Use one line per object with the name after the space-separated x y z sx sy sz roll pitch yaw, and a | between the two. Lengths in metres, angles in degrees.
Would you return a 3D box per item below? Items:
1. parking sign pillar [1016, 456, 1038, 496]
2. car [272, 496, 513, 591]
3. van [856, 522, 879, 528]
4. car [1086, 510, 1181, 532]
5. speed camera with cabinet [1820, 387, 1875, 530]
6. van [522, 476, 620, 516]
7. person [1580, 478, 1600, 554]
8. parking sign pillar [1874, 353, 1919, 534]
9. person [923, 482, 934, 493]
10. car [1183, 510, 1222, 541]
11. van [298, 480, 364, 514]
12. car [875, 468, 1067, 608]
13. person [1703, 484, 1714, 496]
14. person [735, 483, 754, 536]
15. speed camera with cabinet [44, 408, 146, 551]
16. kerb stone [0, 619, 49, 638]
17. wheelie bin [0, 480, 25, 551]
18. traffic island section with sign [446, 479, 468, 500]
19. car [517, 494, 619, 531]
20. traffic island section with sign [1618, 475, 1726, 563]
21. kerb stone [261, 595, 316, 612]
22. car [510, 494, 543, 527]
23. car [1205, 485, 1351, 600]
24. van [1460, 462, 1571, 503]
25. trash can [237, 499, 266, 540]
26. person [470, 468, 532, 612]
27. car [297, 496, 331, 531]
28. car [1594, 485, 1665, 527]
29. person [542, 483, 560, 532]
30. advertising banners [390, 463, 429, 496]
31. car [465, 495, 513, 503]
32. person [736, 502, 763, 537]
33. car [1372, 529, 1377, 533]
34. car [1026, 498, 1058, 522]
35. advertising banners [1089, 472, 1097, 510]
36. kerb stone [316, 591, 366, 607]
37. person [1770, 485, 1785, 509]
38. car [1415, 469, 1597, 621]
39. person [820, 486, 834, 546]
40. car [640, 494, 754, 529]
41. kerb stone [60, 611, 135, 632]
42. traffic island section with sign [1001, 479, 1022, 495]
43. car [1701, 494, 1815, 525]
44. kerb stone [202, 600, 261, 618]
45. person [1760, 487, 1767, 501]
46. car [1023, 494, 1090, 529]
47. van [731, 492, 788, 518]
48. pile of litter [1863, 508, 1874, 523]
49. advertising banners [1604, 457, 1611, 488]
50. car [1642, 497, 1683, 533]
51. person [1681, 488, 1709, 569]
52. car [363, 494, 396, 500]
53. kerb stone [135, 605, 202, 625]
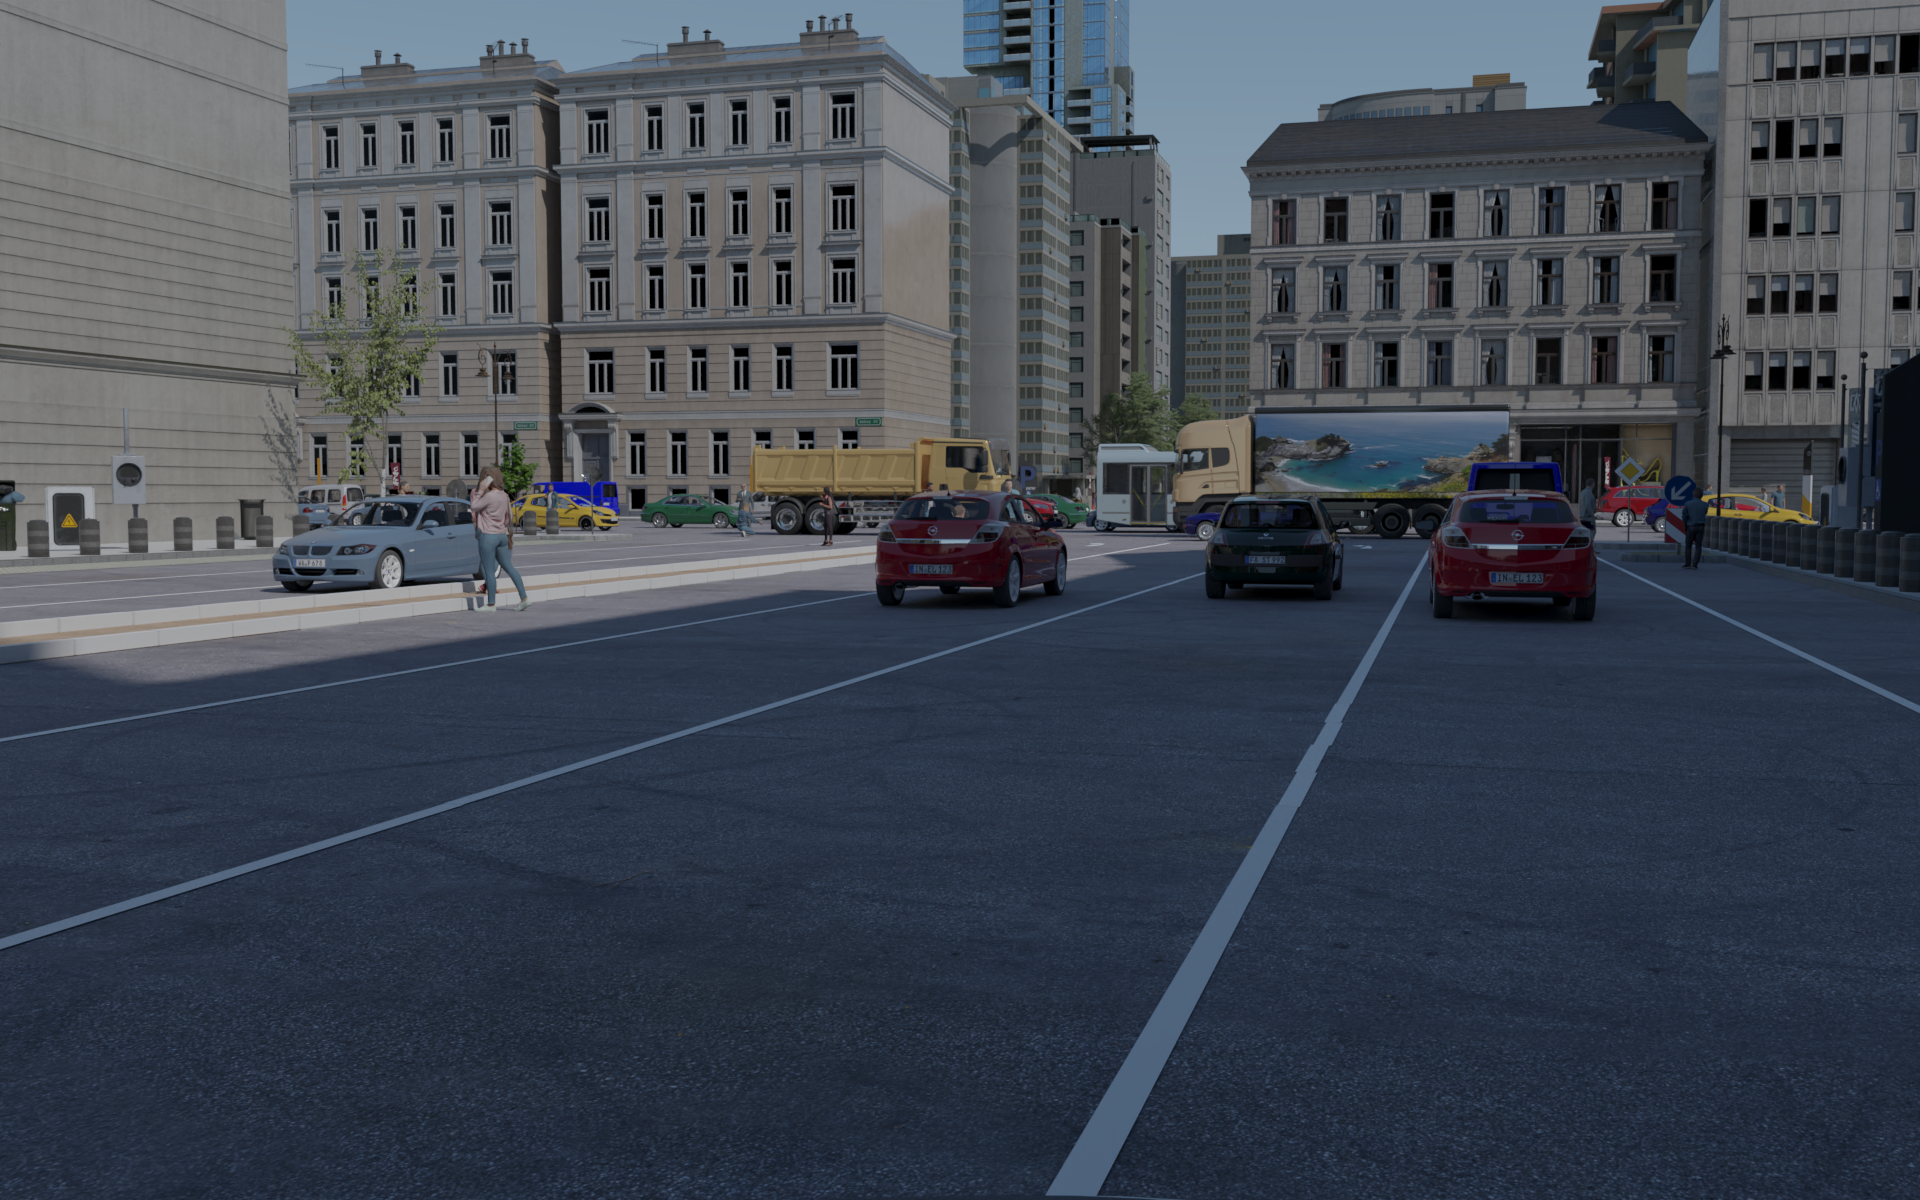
4.744 -8.112 121.109 1.447 3.967 1.447 -1 4 -13 | parking sign pillar
-8.674 -0.906 26.819 2.014 1.417 4.499 1 4 16 | car
-2.733 -4.022 72.765 4.112 2.044 2.013 1 4 18 | van
7.070 -3.340 66.610 4.499 1.417 2.014 1 4 17 | car
16.908 -2.361 32.944 0.660 3.252 2.038 1 4 14 | speed camera with cabinet
-19.535 -4.959 85.461 5.245 2.365 2.240 1 4 16 | van
15.157 -2.030 41.785 0.391 1.810 0.635 0 4 -4 | person
14.778 -2.326 26.501 1.447 3.967 1.447 1 4 15 | parking sign pillar
-0.960 -3.012 57.730 0.794 1.824 0.713 0 4 -6 | person
8.823 -2.461 52.810 3.894 1.354 1.945 1 4 17 | car
-27.518 -4.091 73.901 4.112 2.044 2.013 1 4 14 | van
0.243 -0.883 23.472 2.155 1.783 4.494 1 4 16 | car
29.130 -3.609 67.525 0.654 1.822 0.581 -2 4 -34 | person
-7.430 -3.120 59.683 0.661 1.801 0.590 0 4 2 | person
-19.712 -2.760 39.465 2.038 3.252 0.660 -2 4 -30 | speed camera with cabinet
-9.482 0.296 17.356 0.120 0.150 1.000 1 4 16 | kerb stone
-21.587 -1.902 39.004 0.980 1.594 0.693 -2 4 -32 | wheelie bin
-13.670 -2.283 45.959 1.989 1.847 2.006 1 4 16 | traffic island section with sign
-15.270 -3.506 67.543 3.980 1.641 2.015 1 4 16 | car
15.210 -1.740 37.073 1.989 1.847 2.006 1 4 16 | traffic island section with sign
-8.328 0.056 21.323 0.120 0.150 1.000 1 4 16 | kerb stone
-18.479 -3.964 75.030 3.980 1.641 2.015 1 4 15 | car
4.579 -0.926 24.928 2.009 1.686 4.222 1 4 15 | car
11.312 -1.892 35.319 2.240 2.365 5.245 1 4 18 | van
-19.775 -2.247 48.385 0.748 1.137 0.748 0 3 0 | trash can
-5.578 -0.732 21.061 0.643 1.750 0.593 1 4 17 | person
-26.526 -3.357 66.897 4.499 1.417 2.014 1 4 17 | car
30.253 -4.053 74.943 5.304 1.827 2.281 1 4 15 | car
-15.034 -3.388 63.877 0.794 1.824 0.713 3 4 37 | person
-30.573 -6.119 96.241 2.074 3.025 0.090 0 4 -4 | advertising banners
-24.230 -4.918 90.194 4.222 1.686 2.009 1 4 16 | car
-7.211 -2.696 58.080 1.012 1.151 0.738 3 4 37 | person
14.370 -3.179 64.564 3.894 1.354 1.945 1 4 16 | car
1.262 -3.654 68.418 5.304 1.827 2.281 1 4 17 | car
10.830 -8.826 140.489 0.090 3.025 2.074 2 4 26 | advertising banners
-8.041 -0.008 22.322 0.120 0.150 1.000 1 4 16 | kerb stone
32.306 -3.654 68.367 0.598 1.807 0.434 0 4 -1 | person
6.700 -0.746 21.238 2.155 1.783 4.494 1 4 14 | car
-3.704 -2.307 47.691 0.593 1.643 0.415 3 5 40 | person
-11.080 -3.755 73.192 4.920 1.459 2.131 1 4 17 | car
-9.192 0.235 18.355 0.120 0.150 1.000 1 4 16 | kerb stone
1.354 -2.620 50.974 2.006 1.907 1.989 1 4 16 | traffic island section with sign
25.549 -2.814 56.239 3.980 1.641 2.015 1 4 17 | car
-8.623 0.114 20.339 0.120 0.150 1.000 1 4 16 | kerb stone
34.348 -3.961 74.008 0.760 1.731 0.466 -1 4 -20 | person
3.000 -3.662 71.678 4.920 1.459 2.131 1 4 17 | car
-9.413 -4.765 84.916 4.112 2.044 2.013 1 4 15 | van
40.460 -3.926 78.156 1.719 0.858 1.176 3 4 36 | pile of litter
30.986 -5.239 81.848 2.074 3.025 0.090 -3 4 -38 | advertising banners
27.336 -3.147 64.041 3.894 1.354 1.945 1 4 17 | car
13.966 -1.361 32.969 0.499 1.552 0.429 3 4 37 | person
-30.019 -5.007 91.647 4.222 1.686 2.009 1 4 16 | car
-8.894 0.177 19.342 0.120 0.150 1.000 1 4 16 | kerb stone
